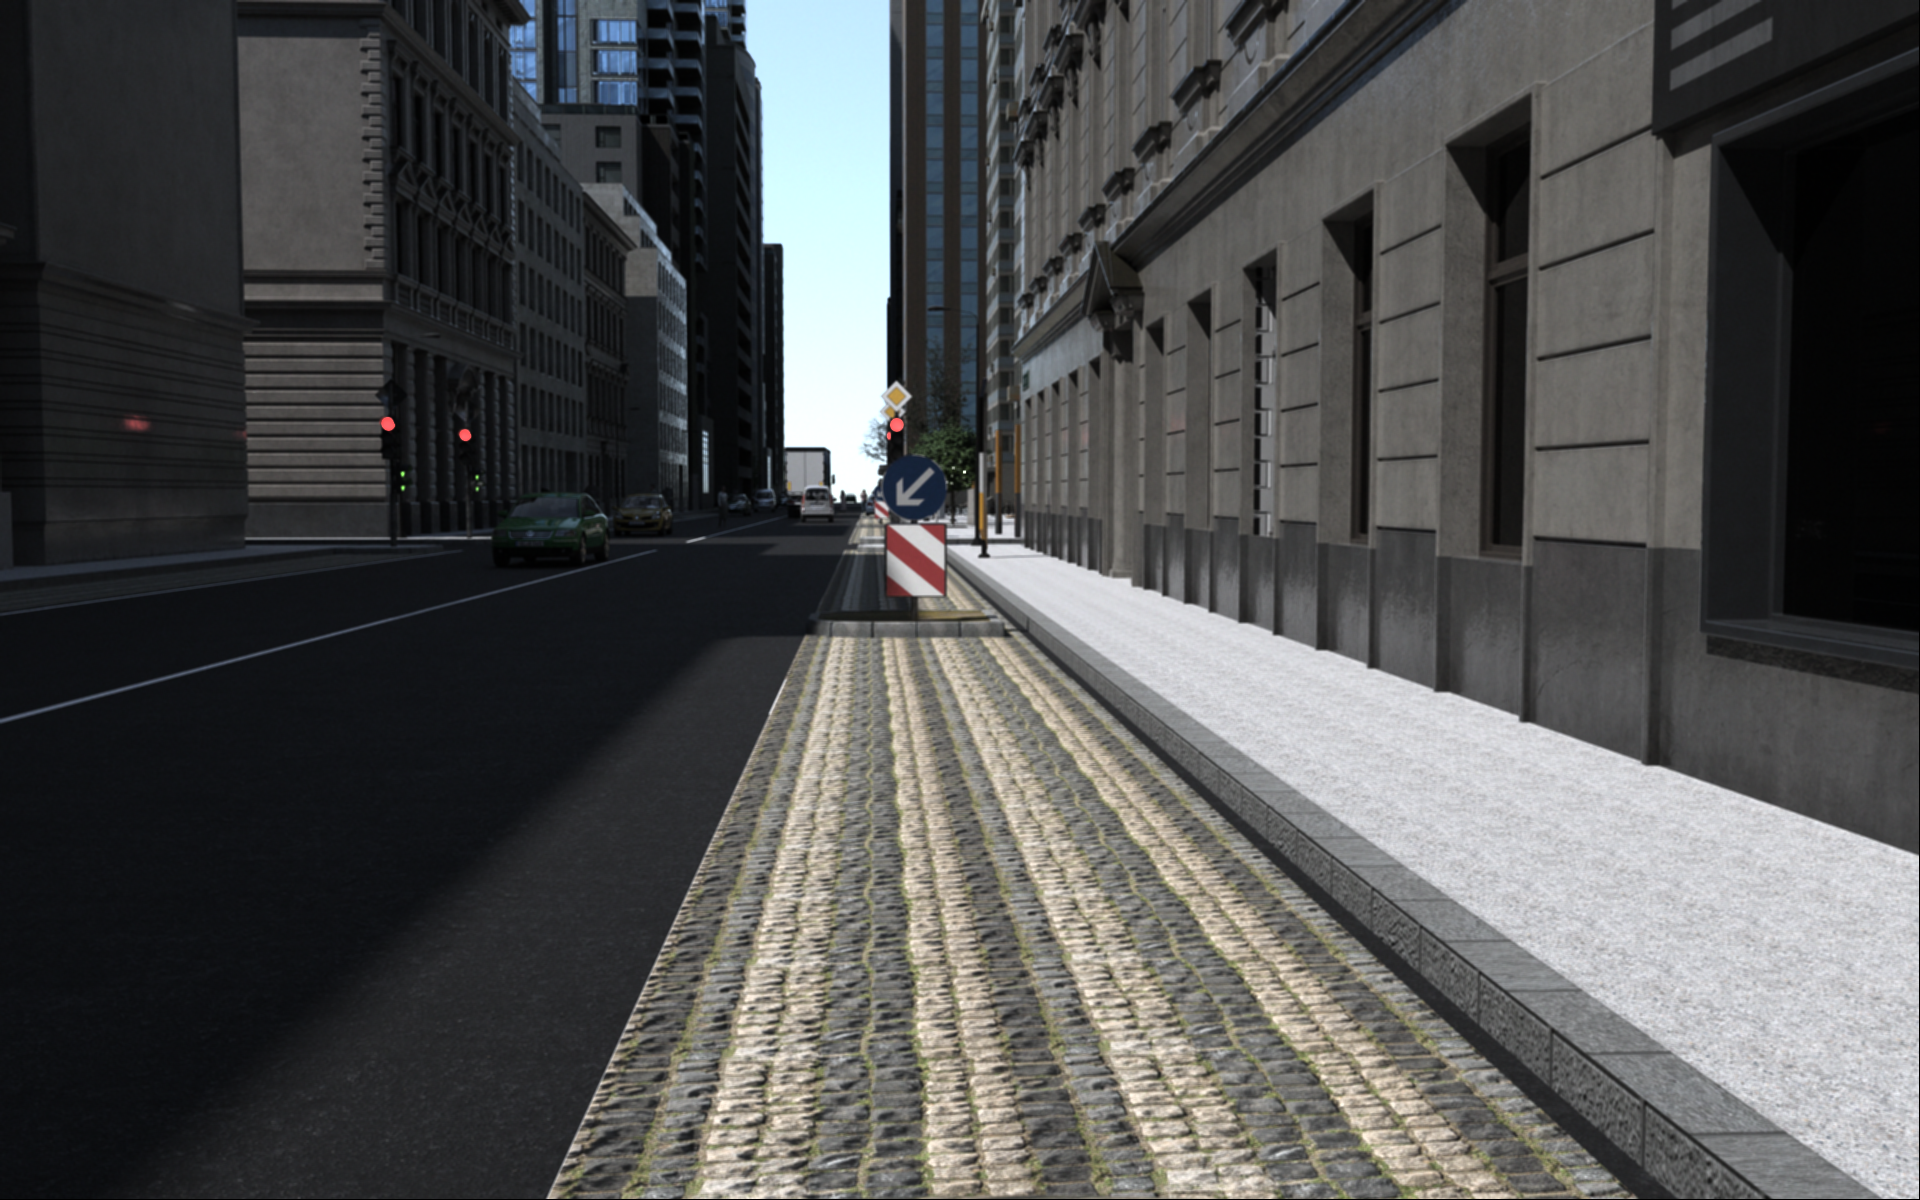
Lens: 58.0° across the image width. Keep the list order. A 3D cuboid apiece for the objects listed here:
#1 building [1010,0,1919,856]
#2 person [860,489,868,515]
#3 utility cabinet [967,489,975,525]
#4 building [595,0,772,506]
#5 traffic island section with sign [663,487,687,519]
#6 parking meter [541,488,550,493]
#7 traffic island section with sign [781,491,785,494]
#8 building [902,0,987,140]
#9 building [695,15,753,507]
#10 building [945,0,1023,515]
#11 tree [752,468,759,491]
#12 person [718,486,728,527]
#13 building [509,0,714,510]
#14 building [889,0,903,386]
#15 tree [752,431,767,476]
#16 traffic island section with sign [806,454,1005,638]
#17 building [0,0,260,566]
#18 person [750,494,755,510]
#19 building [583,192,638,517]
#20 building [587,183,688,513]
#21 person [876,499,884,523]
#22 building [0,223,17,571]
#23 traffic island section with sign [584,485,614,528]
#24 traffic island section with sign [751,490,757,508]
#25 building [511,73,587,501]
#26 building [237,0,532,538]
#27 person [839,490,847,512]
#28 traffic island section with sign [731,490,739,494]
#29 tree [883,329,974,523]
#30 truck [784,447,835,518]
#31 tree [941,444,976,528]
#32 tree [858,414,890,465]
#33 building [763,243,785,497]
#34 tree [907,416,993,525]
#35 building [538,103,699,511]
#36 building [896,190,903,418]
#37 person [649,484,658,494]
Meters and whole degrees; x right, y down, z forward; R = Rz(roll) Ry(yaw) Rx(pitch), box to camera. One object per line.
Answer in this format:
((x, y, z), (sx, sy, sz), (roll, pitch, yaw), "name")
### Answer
((10.467, -14.955, 20.935), (17.030, 29.872, 44.131), (0, 4, -3), "building")
((-6.576, -6.791, 120.125), (0.593, 1.750, 0.643), (-3, 5, -42), "person")
((0.560, -3.797, 70.757), (0.318, 1.500, 1.173), (1, 4, 13), "utility cabinet")
((-38.361, -57.354, 250.411), (22.319, 86.520, 31.000), (0, 4, -3), "building")
((-16.839, -5.597, 100.134), (1.989, 1.847, 2.006), (0, 4, -3), "traffic island section with sign")
((-17.256, -3.896, 72.117), (0.372, 1.533, 0.369), (0, 3, 0), "parking meter")
((-23.599, -13.670, 232.125), (1.989, 1.847, 2.006), (0, 4, -3), "traffic island section with sign")
((2.472, -29.844, 138.067), (14.600, 45.320, 14.200), (0, 4, -3), "building")
((-33.146, -34.030, 180.100), (21.300, 48.544, 21.600), (0, 4, -3), "building")
((14.440, -25.851, 114.539), (32.217, 40.220, 23.993), (0, 4, -3), "building")
((-24.110, -12.955, 195.522), (4.285, 4.588, 4.351), (0, 3, 0), "tree")
((-10.414, -4.107, 75.877), (0.478, 1.798, 0.641), (-2, 4, -25), "person")
((-32.770, -51.354, 152.314), (22.319, 86.520, 31.000), (0, 4, -3), "building")
((2.911, -39.483, 187.541), (21.231, 58.520, 28.212), (0, 4, -3), "building")
((-24.381, -15.322, 200.883), (4.360, 8.622, 3.978), (0, 3, 0), "tree")
((-0.597, -0.578, 18.079), (1.989, 1.847, 2.006), (0, 4, -3), "traffic island section with sign")
((-26.280, -12.138, 34.612), (21.152, 22.565, 11.583), (0, 4, -3), "building")
((-18.830, -8.941, 157.951), (1.065, 1.426, 0.557), (-3, 5, -40), "person")
((-24.368, -14.136, 95.745), (10.561, 19.102, 19.286), (0, 4, -3), "building")
((-24.261, -15.915, 114.968), (10.420, 20.320, 16.860), (0, 4, -3), "building")
((-3.823, -4.591, 83.903), (0.444, 1.785, 0.601), (-3, 5, -42), "person")
((-21.741, -14.055, 17.186), (14.401, 28.519, 23.554), (0, 4, -3), "building")
((-15.425, -3.909, 72.544), (1.989, 1.847, 2.006), (0, 4, -3), "traffic island section with sign")
((-20.789, -10.310, 177.189), (1.989, 1.847, 2.006), (0, 4, -3), "traffic island section with sign")
((-23.470, -13.635, 77.691), (10.420, 20.320, 16.860), (0, 4, -3), "building")
((-21.964, -14.068, 58.889), (11.050, 23.489, 19.941), (0, 4, -3), "building")
((-9.300, -7.833, 137.232), (0.621, 1.740, 0.551), (0, 4, 1), "person")
((-19.386, -8.633, 149.783), (1.989, 1.847, 2.006), (0, 4, -3), "traffic island section with sign")
((-1.179, -7.782, 77.604), (4.360, 8.622, 3.978), (0, 3, 0), "tree")
((-9.445, -7.337, 108.865), (2.839, 4.237, 11.283), (0, 4, -2), "truck")
((-0.335, -4.377, 66.163), (1.663, 3.219, 1.824), (0, 3, 0), "tree")
((-7.279, -18.404, 211.272), (12.009, 13.543, 11.850), (0, 3, 0), "tree")
((-35.265, -36.145, 274.570), (14.154, 41.232, 14.086), (0, 4, -3), "building")
((-0.237, -5.471, 73.164), (4.285, 4.588, 4.351), (0, 3, 0), "tree")
((-27.751, -22.021, 131.740), (14.160, 30.474, 14.107), (0, 4, -3), "building")
((0.817, -24.185, 167.118), (14.160, 30.474, 14.107), (0, 4, -3), "building")
((-11.750, -3.532, 66.366), (0.853, 1.813, 0.709), (-2, 4, -25), "person")
